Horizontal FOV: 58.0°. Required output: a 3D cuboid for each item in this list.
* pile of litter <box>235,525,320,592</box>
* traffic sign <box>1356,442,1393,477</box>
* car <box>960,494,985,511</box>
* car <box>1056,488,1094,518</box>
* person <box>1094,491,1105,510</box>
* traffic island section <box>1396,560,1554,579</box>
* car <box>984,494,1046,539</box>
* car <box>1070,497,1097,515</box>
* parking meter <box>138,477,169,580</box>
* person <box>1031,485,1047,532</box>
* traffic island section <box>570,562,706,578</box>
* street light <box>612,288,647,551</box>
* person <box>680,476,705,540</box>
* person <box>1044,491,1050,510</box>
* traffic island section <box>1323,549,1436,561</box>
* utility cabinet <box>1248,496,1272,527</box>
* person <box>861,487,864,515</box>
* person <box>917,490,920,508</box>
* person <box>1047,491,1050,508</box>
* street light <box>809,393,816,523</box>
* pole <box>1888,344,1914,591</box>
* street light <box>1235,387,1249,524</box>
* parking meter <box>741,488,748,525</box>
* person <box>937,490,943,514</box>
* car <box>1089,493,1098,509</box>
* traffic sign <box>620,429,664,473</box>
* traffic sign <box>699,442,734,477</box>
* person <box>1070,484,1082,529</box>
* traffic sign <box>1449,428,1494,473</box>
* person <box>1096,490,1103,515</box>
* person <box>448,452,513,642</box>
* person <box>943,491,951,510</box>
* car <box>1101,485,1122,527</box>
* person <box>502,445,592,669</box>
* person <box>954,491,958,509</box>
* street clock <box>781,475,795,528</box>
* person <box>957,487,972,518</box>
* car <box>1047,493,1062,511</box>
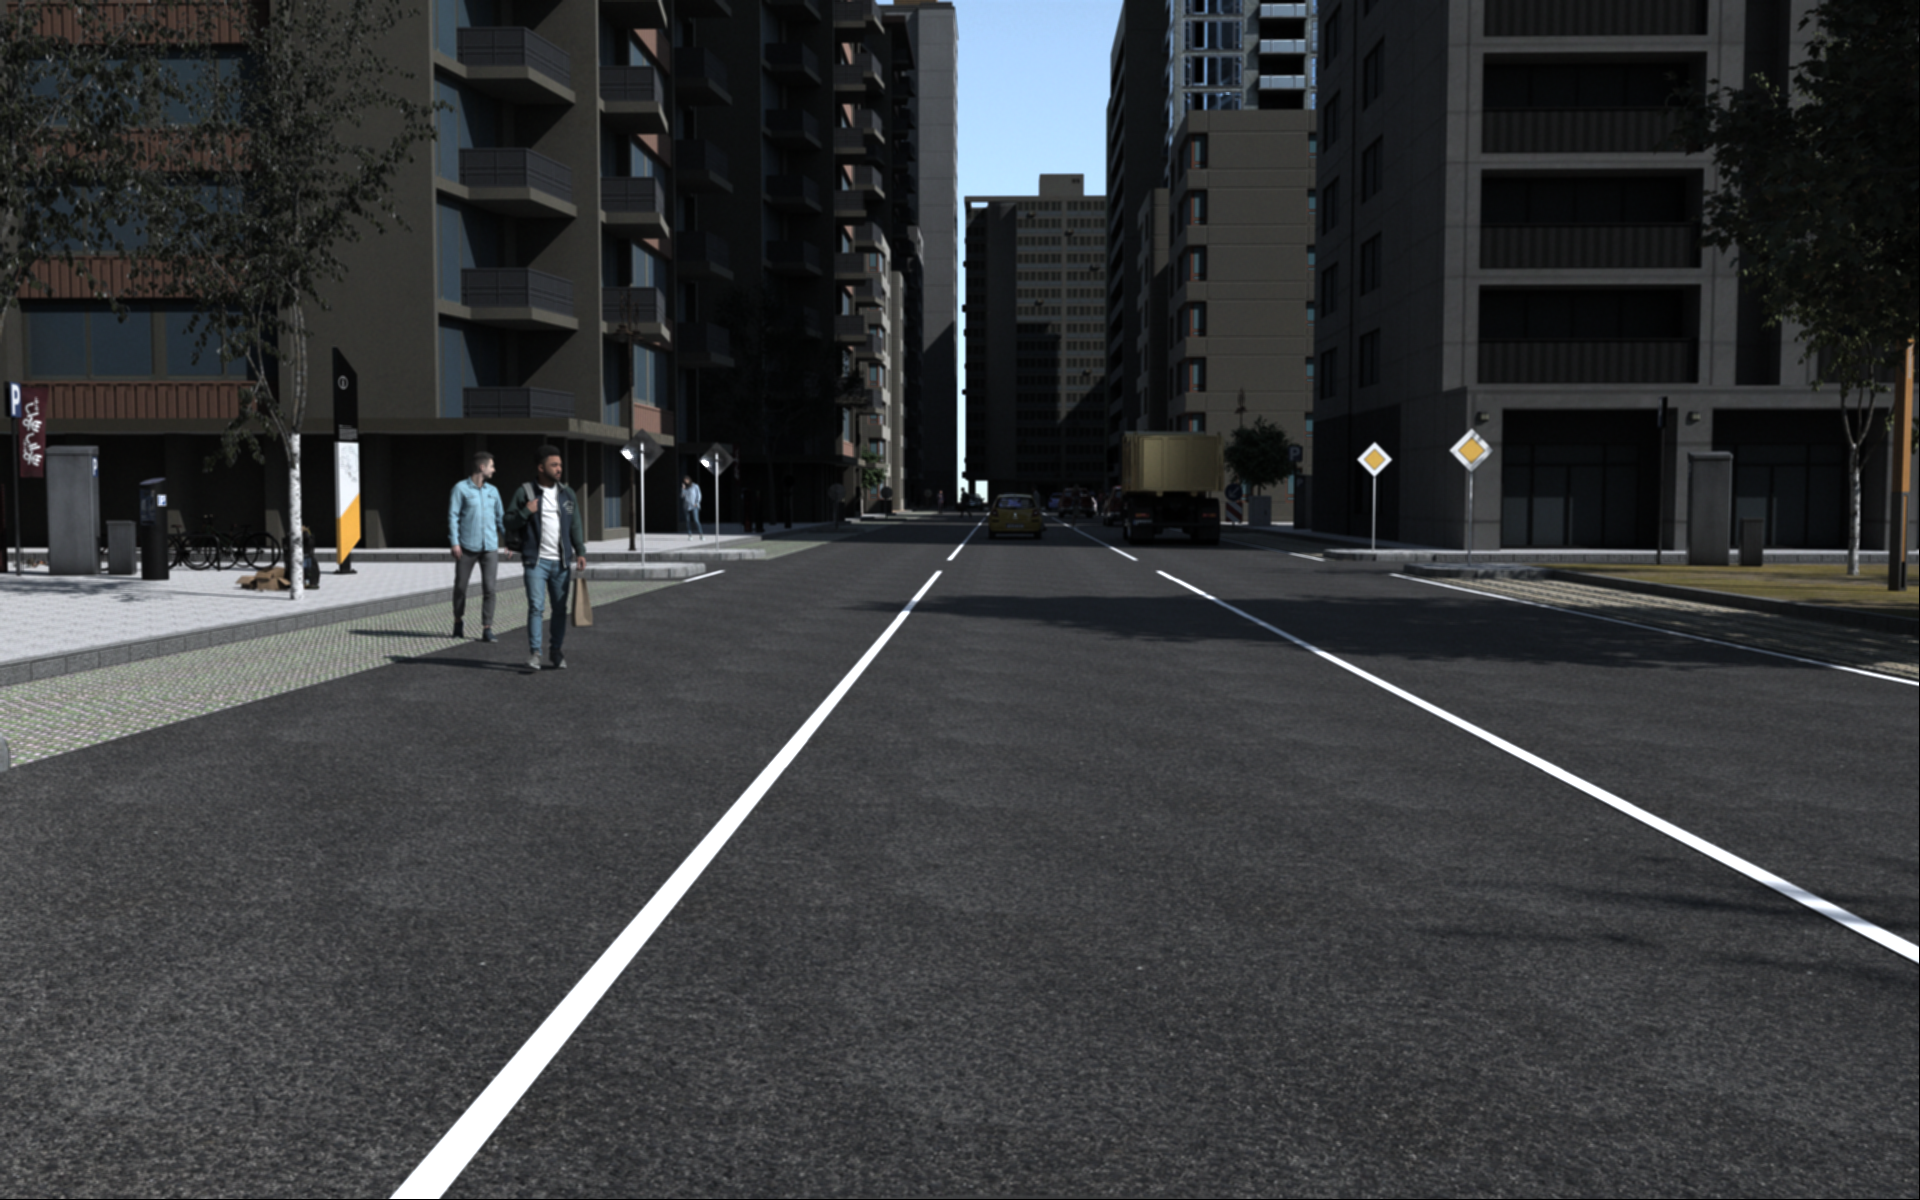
[{"bbox_3d":[-9.239,-0.583,23.504,1.176,0.858,1.719,0,4,-3],"label":"pile of litter"},{"bbox_3d":[9.218,-2.219,38.477,0.795,2.593,0.064,0,4,1],"label":"traffic sign"},{"bbox_3d":[1.064,-8.406,149.236,2.131,1.459,4.920,0,4,1],"label":"car"},{"bbox_3d":[7.027,-5.922,105.490,2.281,1.827,5.304,0,4,2],"label":"car"},{"bbox_3d":[11.491,-8.198,143.358,1.217,1.723,0.721,3,5,42],"label":"person"},{"bbox_3d":[9.034,-0.507,30.576,2.009,0.180,2.903,0,4,1],"label":"traffic island section"},{"bbox_3d":[1.783,-2.811,56.190,2.015,1.641,3.980,0,4,2],"label":"car"},{"bbox_3d":[8.535,-6.627,120.720,2.083,1.381,4.827,0,4,2],"label":"car"},{"bbox_3d":[-12.021,-1.066,25.835,0.372,1.533,0.369,0,3,0],"label":"parking meter"},{"bbox_3d":[2.919,-3.519,66.312,0.850,1.792,0.678,0,4,-2],"label":"person"},{"bbox_3d":[-5.702,-0.531,30.963,2.009,0.180,2.903,0,4,1],"label":"traffic island section"},{"bbox_3d":[-7.433,-4.056,39.105,0.468,5.910,1.993,0,4,1],"label":"street light"},{"bbox_3d":[-7.449,-2.565,48.249,0.793,1.790,0.793,-1,4,-17],"label":"person"},{"bbox_3d":[7.998,-9.058,157.419,0.721,1.723,1.217,-2,4,-28],"label":"person"},{"bbox_3d":[9.242,-0.996,38.559,2.009,0.180,2.903,0,4,1],"label":"traffic island section"},{"bbox_3d":[11.812,-3.489,68.206,1.020,1.237,0.306,-3,4,-36],"label":"utility cabinet"},{"bbox_3d":[-6.106,-6.035,105.261,0.362,1.759,0.519,-3,4,-37],"label":"person"},{"bbox_3d":[-3.893,-9.627,164.916,0.415,1.643,0.593,0,4,1],"label":"person"},{"bbox_3d":[8.969,-10.114,174.568,0.721,1.736,1.217,0,4,2],"label":"person"},{"bbox_3d":[-6.535,-6.399,77.407,0.468,5.910,1.993,0,4,1],"label":"street light"},{"bbox_3d":[12.435,-1.776,22.877,0.158,3.312,0.155,0,3,0],"label":"pole"},{"bbox_3d":[12.172,-6.256,75.070,0.468,5.910,1.993,0,4,1],"label":"street light"},{"bbox_3d":[-8.877,-3.881,71.864,0.372,1.533,0.369,0,3,0],"label":"parking meter"},{"bbox_3d":[-1.425,-6.991,123.714,0.541,1.710,0.530,-1,4,-23],"label":"person"},{"bbox_3d":[12.223,-9.453,164.142,1.945,1.707,3.694,0,4,0],"label":"car"},{"bbox_3d":[-5.678,-1.756,30.895,0.795,2.593,0.064,0,4,1],"label":"traffic sign"},{"bbox_3d":[-5.471,-2.244,38.878,0.795,2.593,0.064,0,4,1],"label":"traffic sign"},{"bbox_3d":[4.756,-3.833,71.141,0.573,1.828,0.580,-1,4,-22],"label":"person"},{"bbox_3d":[9.011,-1.731,30.494,0.795,2.593,0.064,0,4,1],"label":"traffic sign"},{"bbox_3d":[9.331,-6.559,116.454,0.721,1.743,1.217,1,4,16],"label":"person"},{"bbox_3d":[-4.717,-0.526,16.963,0.638,1.841,0.748,-2,4,-28],"label":"person"},{"bbox_3d":[-1.414,-9.133,158.501,1.217,1.739,0.721,0,4,-6],"label":"person"},{"bbox_3d":[7.519,-4.230,77.832,2.281,1.827,5.304,0,4,2],"label":"car"},{"bbox_3d":[-3.293,-0.339,14.031,0.794,1.824,0.713,-1,4,-14],"label":"person"},{"bbox_3d":[-0.392,-9.556,165.664,0.530,1.710,0.541,2,4,24],"label":"person"},{"bbox_3d":[-6.418,-3.671,64.593,0.471,2.002,0.358,-2,4,-35],"label":"street clock"},{"bbox_3d":[0.265,-5.889,104.755,0.822,1.834,0.622,1,4,18],"label":"person"},{"bbox_3d":[8.421,-8.475,148.149,1.945,1.707,3.694,0,4,3],"label":"car"}]
